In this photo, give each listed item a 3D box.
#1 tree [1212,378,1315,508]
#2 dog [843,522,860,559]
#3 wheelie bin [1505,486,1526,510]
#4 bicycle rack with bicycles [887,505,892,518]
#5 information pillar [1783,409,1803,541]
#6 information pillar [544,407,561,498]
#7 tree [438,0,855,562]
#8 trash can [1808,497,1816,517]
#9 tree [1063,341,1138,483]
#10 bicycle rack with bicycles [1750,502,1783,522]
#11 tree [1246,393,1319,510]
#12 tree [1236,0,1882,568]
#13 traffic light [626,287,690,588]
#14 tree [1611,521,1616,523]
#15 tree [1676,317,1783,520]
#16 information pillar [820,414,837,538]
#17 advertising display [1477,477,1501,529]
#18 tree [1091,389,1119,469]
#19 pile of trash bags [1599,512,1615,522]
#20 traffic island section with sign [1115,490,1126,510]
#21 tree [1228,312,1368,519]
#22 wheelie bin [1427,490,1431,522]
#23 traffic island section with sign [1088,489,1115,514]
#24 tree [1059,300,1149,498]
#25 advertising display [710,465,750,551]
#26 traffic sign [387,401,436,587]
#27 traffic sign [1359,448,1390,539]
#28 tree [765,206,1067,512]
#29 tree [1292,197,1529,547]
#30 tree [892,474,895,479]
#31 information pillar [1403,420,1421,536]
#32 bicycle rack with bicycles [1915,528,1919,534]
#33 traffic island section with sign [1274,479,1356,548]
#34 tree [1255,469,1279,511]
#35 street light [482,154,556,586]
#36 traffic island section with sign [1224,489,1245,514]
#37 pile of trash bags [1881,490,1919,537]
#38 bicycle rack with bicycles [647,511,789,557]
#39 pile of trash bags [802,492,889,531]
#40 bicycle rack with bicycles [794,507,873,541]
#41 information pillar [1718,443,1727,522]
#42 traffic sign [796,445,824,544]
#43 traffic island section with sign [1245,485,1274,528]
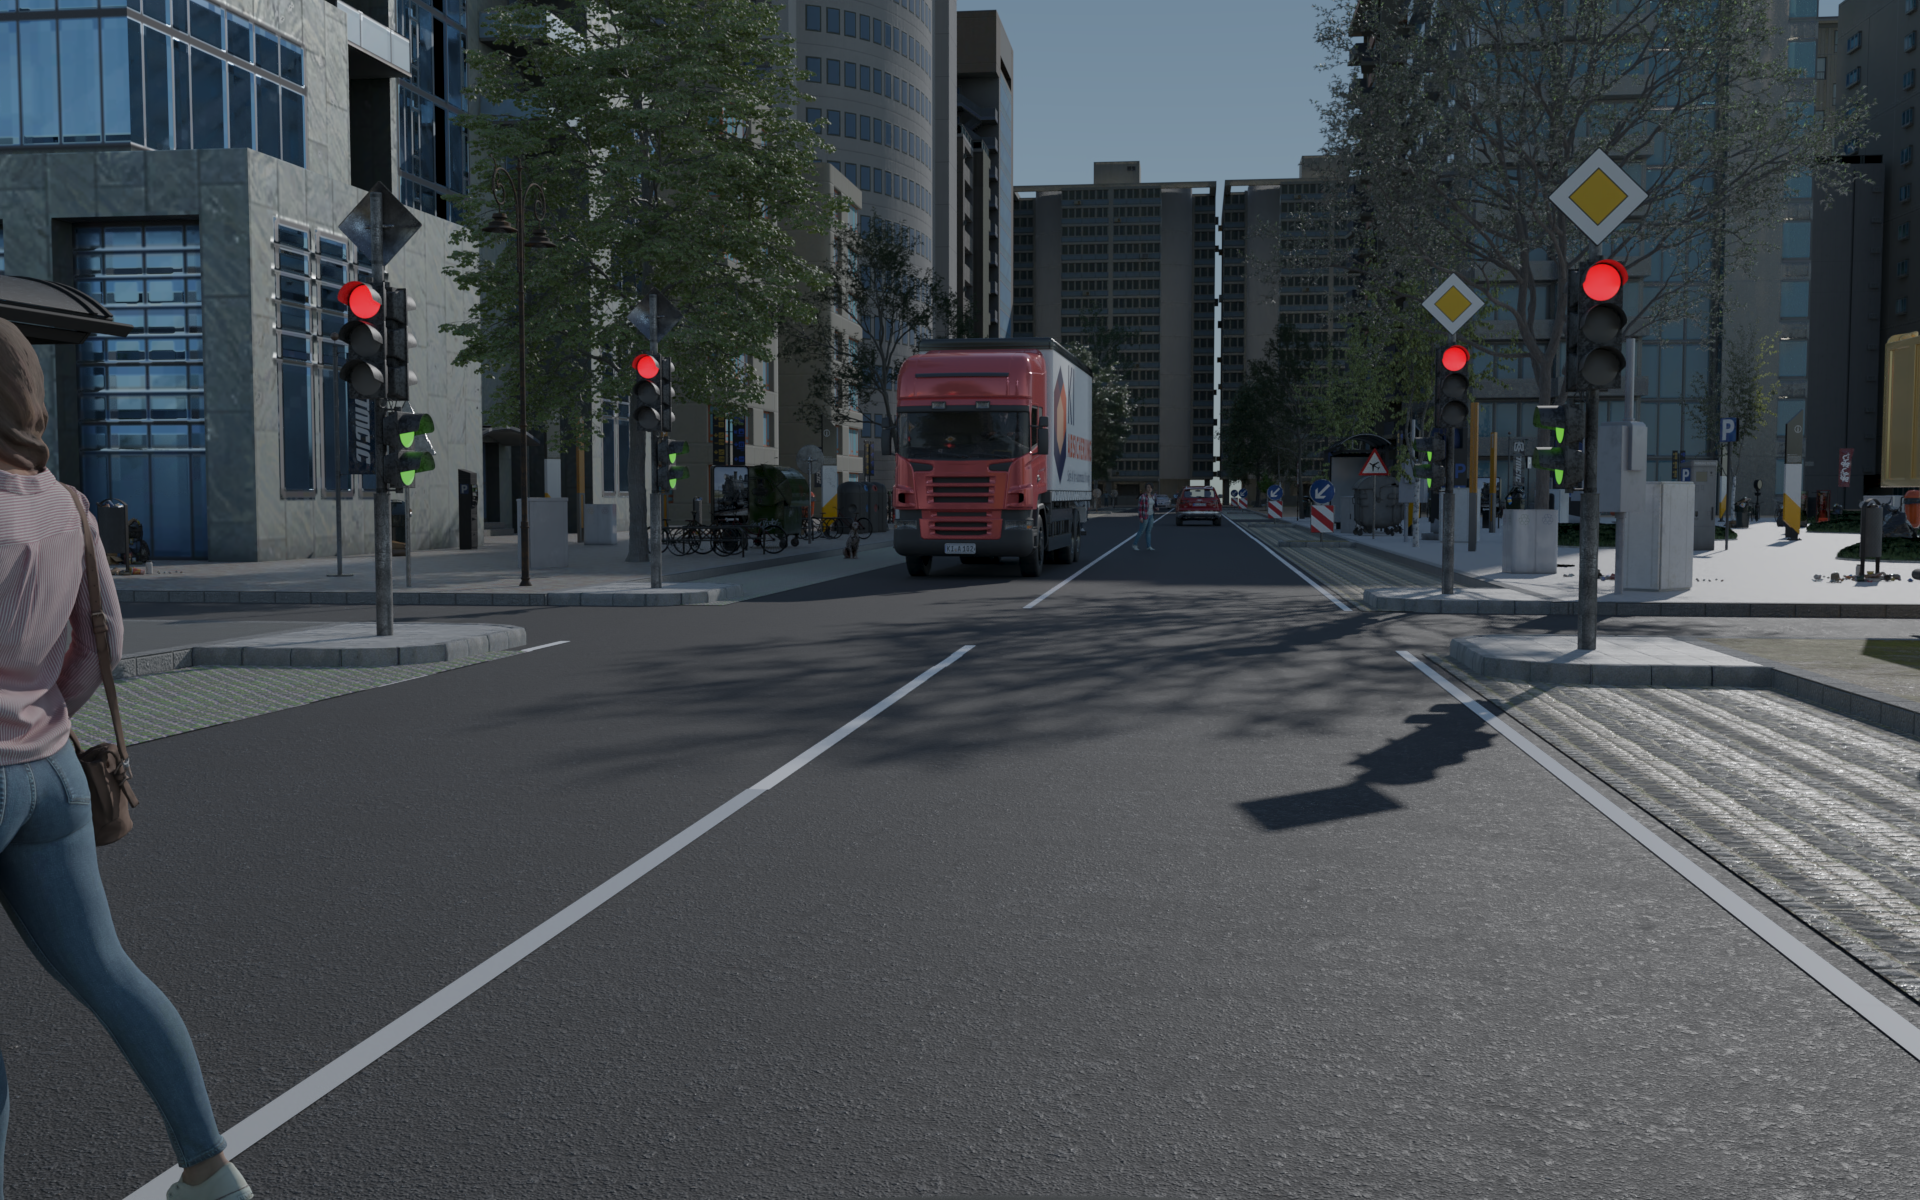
[{"bbox_3d":[28.355,-15.116,164.153,9.611,12.733,9.660,0,3,0],"label":"tree"},{"bbox_3d":[-2.327,-1.312,38.289,0.513,0.831,0.800,1,4,16],"label":"dog"},{"bbox_3d":[21.555,-3.625,67.184,0.693,1.594,0.980,2,4,32],"label":"wheelie bin"},{"bbox_3d":[-2.750,-4.299,83.670,2.852,0.926,2.925,1,4,14],"label":"bicycle rack with bicycles"},{"bbox_3d":[22.957,-3.447,47.715,0.504,3.616,0.183,-1,4,-9],"label":"information pillar"},{"bbox_3d":[-9.669,-3.045,41.147,0.183,3.616,0.504,2,4,28],"label":"information pillar"},{"bbox_3d":[-5.692,-7.000,32.583,7.486,12.596,7.792,0,3,0],"label":"tree"},{"bbox_3d":[40.659,-4.340,82.605,0.748,1.137,0.748,0,3,0],"label":"trash can"},{"bbox_3d":[10.179,-14.467,143.187,9.857,13.997,8.962,0,3,0],"label":"tree"},{"bbox_3d":[37.710,-4.143,81.123,2.852,0.926,2.925,2,4,35],"label":"bicycle rack with bicycles"},{"bbox_3d":[20.498,-9.730,109.449,4.360,8.622,3.978,0,3,0],"label":"tree"},{"bbox_3d":[10.390,-7.340,30.377,12.009,13.543,11.850,0,3,0],"label":"tree"},{"bbox_3d":[-4.128,-2.116,23.512,0.839,4.253,0.868,0,4,8],"label":"traffic light"},{"bbox_3d":[29.610,-5.075,77.574,1.663,3.219,1.824,0,3,0],"label":"tree"},{"bbox_3d":[32.515,-7.491,72.847,4.360,8.622,3.978,0,3,0],"label":"tree"},{"bbox_3d":[-3.833,-3.624,50.609,0.504,3.616,0.183,-2,4,-33],"label":"information pillar"},{"bbox_3d":[19.728,-3.641,64.743,0.974,1.923,0.123,3,4,38],"label":"advertising display"},{"bbox_3d":[8.488,-12.006,130.707,7.601,10.594,8.767,0,4,2],"label":"tree"},{"bbox_3d":[26.777,-4.022,75.505,3.447,1.369,1.912,-2,4,-24],"label":"pile of trash bags"},{"bbox_3d":[13.571,-8.749,151.678,1.989,1.847,2.006,0,4,8],"label":"traffic island section with sign"},{"bbox_3d":[17.346,-9.473,89.294,7.601,10.594,8.767,1,4,8],"label":"tree"},{"bbox_3d":[21.890,-4.397,79.798,0.980,1.594,0.693,1,4,14],"label":"wheelie bin"},{"bbox_3d":[9.922,-7.105,124.795,1.989,1.847,2.006,0,4,8],"label":"traffic island section with sign"},{"bbox_3d":[12.578,-19.330,171.931,12.611,20.169,13.585,0,3,0],"label":"tree"},{"bbox_3d":[-5.170,-2.064,38.961,0.974,1.923,0.123,-3,5,-41],"label":"advertising display"},{"bbox_3d":[-7.623,-1.460,23.876,0.884,2.594,0.081,1,4,17],"label":"traffic sign"},{"bbox_3d":[11.787,-3.015,49.304,0.884,2.594,0.081,1,4,10],"label":"traffic sign"},{"bbox_3d":[-1.962,-7.429,55.873,8.767,10.594,7.601,-2,4,-34],"label":"tree"},{"bbox_3d":[11.270,-5.597,41.870,4.737,8.622,4.395,0,3,0],"label":"tree"},{"bbox_3d":[-1.612,-4.384,66.275,1.663,3.219,1.824,0,3,0],"label":"tree"},{"bbox_3d":[13.814,-3.761,52.848,0.183,3.616,0.504,-3,4,-36],"label":"information pillar"},{"bbox_3d":[27.467,-2.040,46.734,2.925,0.926,2.852,-1,4,-11],"label":"bicycle rack with bicycles"},{"bbox_3d":[9.643,-2.341,46.911,1.989,1.847,2.006,0,4,8],"label":"traffic island section with sign"},{"bbox_3d":[23.288,-8.423,132.317,1.663,3.219,1.824,0,3,0],"label":"tree"},{"bbox_3d":[-6.070,-3.134,24.021,0.468,5.910,1.993,0,4,8],"label":"street light"},{"bbox_3d":[20.096,-7.043,123.788,1.989,1.847,2.006,0,4,8],"label":"traffic island section with sign"},{"bbox_3d":[22.870,-1.943,41.528,1.912,1.369,3.447,2,4,27],"label":"pile of trash bags"},{"bbox_3d":[-5.287,-1.394,36.170,2.925,0.926,2.852,1,4,8],"label":"bicycle rack with bicycles"},{"bbox_3d":[-4.109,-3.097,60.384,3.447,1.369,1.912,1,4,23],"label":"pile of trash bags"},{"bbox_3d":[-4.288,-2.172,48.891,2.925,0.926,2.852,3,4,37],"label":"bicycle rack with bicycles"},{"bbox_3d":[35.205,-5.415,79.891,0.504,3.616,0.183,-3,5,-41],"label":"information pillar"},{"bbox_3d":[-3.878,-2.722,44.613,0.768,2.556,0.104,1,4,17],"label":"traffic sign"},{"bbox_3d":[13.368,-4.015,74.273,1.989,1.847,2.006,0,4,8],"label":"traffic island section with sign"}]
